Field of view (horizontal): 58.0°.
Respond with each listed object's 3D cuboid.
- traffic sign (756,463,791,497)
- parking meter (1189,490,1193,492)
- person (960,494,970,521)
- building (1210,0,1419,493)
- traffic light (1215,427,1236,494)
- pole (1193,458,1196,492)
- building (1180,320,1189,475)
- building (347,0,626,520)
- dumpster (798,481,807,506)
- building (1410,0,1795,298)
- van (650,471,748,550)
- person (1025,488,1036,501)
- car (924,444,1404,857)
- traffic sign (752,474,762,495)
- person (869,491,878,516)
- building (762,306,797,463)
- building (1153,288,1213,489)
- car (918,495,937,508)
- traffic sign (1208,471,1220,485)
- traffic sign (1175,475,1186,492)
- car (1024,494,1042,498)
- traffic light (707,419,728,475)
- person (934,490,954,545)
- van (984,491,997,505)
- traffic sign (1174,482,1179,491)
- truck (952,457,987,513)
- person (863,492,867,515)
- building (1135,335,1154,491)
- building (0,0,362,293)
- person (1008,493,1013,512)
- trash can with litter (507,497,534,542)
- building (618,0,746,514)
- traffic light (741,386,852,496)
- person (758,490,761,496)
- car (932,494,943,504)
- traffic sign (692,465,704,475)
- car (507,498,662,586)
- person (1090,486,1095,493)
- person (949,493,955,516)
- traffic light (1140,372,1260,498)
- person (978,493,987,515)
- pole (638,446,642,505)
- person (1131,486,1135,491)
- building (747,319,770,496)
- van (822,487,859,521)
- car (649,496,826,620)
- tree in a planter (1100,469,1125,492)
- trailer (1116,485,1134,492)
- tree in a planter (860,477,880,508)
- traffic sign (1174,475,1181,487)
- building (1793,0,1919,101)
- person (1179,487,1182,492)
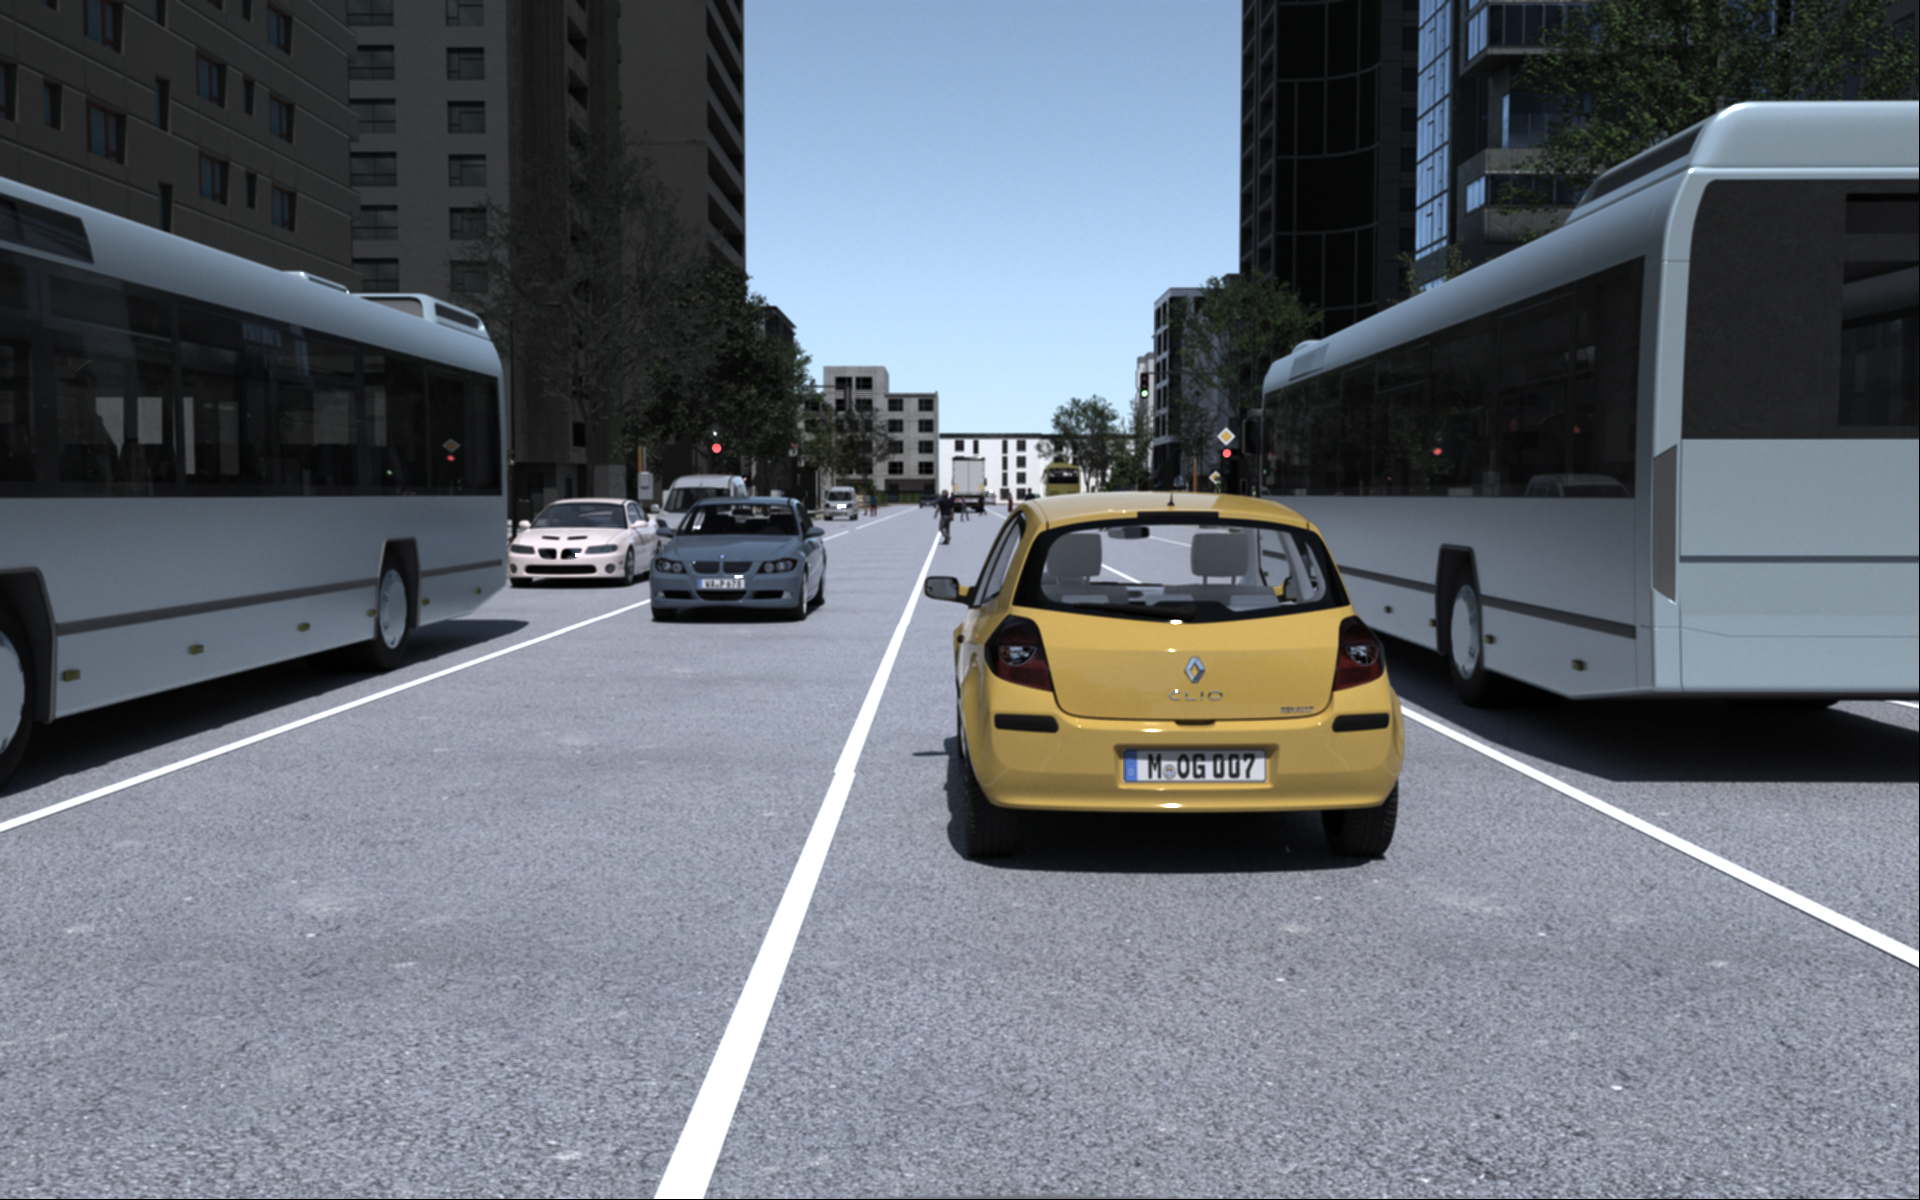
[{"bbox_3d":[-12.038,-7.223,111.974,2.265,3.308,0.079,0,4,2],"label":"traffic sign"},{"bbox_3d":[13.834,-5.800,103.234,0.372,1.533,0.369,0,3,0],"label":"parking meter"},{"bbox_3d":[0.319,-4.831,90.716,0.776,1.435,0.726,0,4,4],"label":"person"},{"bbox_3d":[30.500,-42.192,128.096,20.563,71.187,20.611,0,4,0],"label":"building"},{"bbox_3d":[11.115,-5.118,72.595,0.839,4.253,0.868,0,4,0],"label":"traffic light"},{"bbox_3d":[13.326,-6.387,98.267,0.158,3.312,0.155,0,3,0],"label":"pole"},{"bbox_3d":[29.428,-18.920,165.763,16.016,20.091,11.380,0,4,0],"label":"building"},{"bbox_3d":[-25.834,-19.471,90.052,14.160,30.474,14.107,0,4,0],"label":"building"},{"bbox_3d":[-12.082,-7.646,127.507,1.502,2.255,1.985,0,4,0],"label":"dumpster"},{"bbox_3d":[37.122,-47.440,88.310,31.000,86.520,22.319,0,4,0],"label":"building"},{"bbox_3d":[-5.295,-1.763,35.841,2.013,2.044,4.112,0,3,0],"label":"van"},{"bbox_3d":[3.597,-4.913,89.526,0.576,1.737,0.504,-3,4,-36],"label":"person"},{"bbox_3d":[0.834,0.120,8.266,2.015,1.641,3.980,0,4,-1],"label":"car"},{"bbox_3d":[-13.153,-6.830,111.667,0.884,2.594,0.081,0,4,5],"label":"traffic sign"},{"bbox_3d":[-5.544,-6.158,110.894,0.444,1.614,0.593,-2,4,-25],"label":"person"},{"bbox_3d":[-36.261,-21.908,202.164,32.646,21.610,27.936,0,4,0],"label":"building"},{"bbox_3d":[34.684,-21.044,188.038,27.936,21.610,32.646,0,4,0],"label":"building"},{"bbox_3d":[-3.296,-10.133,178.252,1.945,1.354,3.894,0,4,-1],"label":"car"},{"bbox_3d":[14.226,-5.905,96.273,0.795,2.593,0.064,0,4,4],"label":"traffic sign"},{"bbox_3d":[14.680,-7.026,114.974,0.768,2.556,0.104,0,4,3],"label":"traffic sign"},{"bbox_3d":[7.895,-10.885,186.763,1.959,1.807,4.718,0,4,-1],"label":"car"},{"bbox_3d":[-9.004,-4.625,64.540,0.839,4.253,0.868,0,4,0],"label":"traffic light"},{"bbox_3d":[-0.448,-2.354,49.198,0.569,1.553,0.471,0,4,-3],"label":"person"},{"bbox_3d":[3.672,-12.951,218.753,2.013,2.044,4.112,0,4,1],"label":"van"},{"bbox_3d":[15.084,-7.326,119.778,0.884,2.594,0.081,0,4,7],"label":"traffic sign"},{"bbox_3d":[0.709,-9.072,137.244,2.839,4.237,11.283,0,4,1],"label":"truck"},{"bbox_3d":[-6.460,-6.551,117.664,0.319,1.574,0.516,1,4,10],"label":"person"},{"bbox_3d":[29.530,-21.638,210.205,16.016,20.091,11.380,0,4,0],"label":"building"},{"bbox_3d":[-33.613,-12.024,41.626,28.899,21.520,27.650,0,4,0],"label":"building"},{"bbox_3d":[3.982,-7.686,136.633,0.387,1.526,0.523,0,4,5],"label":"person"},{"bbox_3d":[-12.330,-2.227,47.463,2.233,1.210,1.678,0,4,-6],"label":"trash can with litter"},{"bbox_3d":[-27.093,-30.494,122.275,21.300,48.544,21.600,0,4,0],"label":"building"},{"bbox_3d":[-6.934,-5.988,72.565,4.771,5.953,1.251,0,4,0],"label":"traffic light"},{"bbox_3d":[-13.397,-6.491,114.533,0.546,1.535,0.453,-2,4,-28],"label":"person"},{"bbox_3d":[-2.953,-12.767,220.533,2.131,1.459,4.920,0,4,-1],"label":"car"},{"bbox_3d":[-11.614,-4.637,75.921,0.768,2.556,0.104,0,4,0],"label":"traffic sign"},{"bbox_3d":[-6.063,-0.982,28.410,2.083,1.381,4.827,0,4,-1],"label":"car"},{"bbox_3d":[6.113,-4.412,80.776,0.875,1.805,0.789,2,4,33],"label":"person"},{"bbox_3d":[-0.579,-6.294,113.774,0.453,1.535,0.546,-3,5,-39],"label":"person"},{"bbox_3d":[9.045,-5.492,64.463,4.771,5.953,1.251,0,4,0],"label":"traffic light"},{"bbox_3d":[1.507,-6.430,116.173,0.480,1.512,0.613,3,4,39],"label":"person"},{"bbox_3d":[-13.632,-4.889,73.775,0.158,3.312,0.155,0,3,0],"label":"pole"},{"bbox_3d":[8.375,-4.577,83.468,0.598,1.807,0.434,-1,4,-19],"label":"person"},{"bbox_3d":[-27.817,-18.243,164.723,16.747,18.905,31.486,0,4,0],"label":"building"},{"bbox_3d":[-6.525,-5.376,94.909,2.013,2.044,4.112,0,4,0],"label":"van"},{"bbox_3d":[-2.622,-0.562,21.185,2.014,1.417,4.499,0,3,0],"label":"car"},{"bbox_3d":[11.013,-7.819,125.066,1.991,3.239,1.994,0,4,0],"label":"tree in a planter"},{"bbox_3d":[10.821,-6.551,114.162,1.471,1.999,3.904,0,4,1],"label":"trailer"},{"bbox_3d":[-9.024,-10.835,174.371,1.991,3.239,1.994,0,4,0],"label":"tree in a planter"},{"bbox_3d":[14.776,-7.110,116.347,0.768,2.556,0.104,0,4,5],"label":"traffic sign"},{"bbox_3d":[32.200,-30.452,39.886,21.231,58.520,28.212,0,4,0],"label":"building"},{"bbox_3d":[13.755,-6.193,107.997,0.504,1.737,0.576,-2,4,-29],"label":"person"}]
